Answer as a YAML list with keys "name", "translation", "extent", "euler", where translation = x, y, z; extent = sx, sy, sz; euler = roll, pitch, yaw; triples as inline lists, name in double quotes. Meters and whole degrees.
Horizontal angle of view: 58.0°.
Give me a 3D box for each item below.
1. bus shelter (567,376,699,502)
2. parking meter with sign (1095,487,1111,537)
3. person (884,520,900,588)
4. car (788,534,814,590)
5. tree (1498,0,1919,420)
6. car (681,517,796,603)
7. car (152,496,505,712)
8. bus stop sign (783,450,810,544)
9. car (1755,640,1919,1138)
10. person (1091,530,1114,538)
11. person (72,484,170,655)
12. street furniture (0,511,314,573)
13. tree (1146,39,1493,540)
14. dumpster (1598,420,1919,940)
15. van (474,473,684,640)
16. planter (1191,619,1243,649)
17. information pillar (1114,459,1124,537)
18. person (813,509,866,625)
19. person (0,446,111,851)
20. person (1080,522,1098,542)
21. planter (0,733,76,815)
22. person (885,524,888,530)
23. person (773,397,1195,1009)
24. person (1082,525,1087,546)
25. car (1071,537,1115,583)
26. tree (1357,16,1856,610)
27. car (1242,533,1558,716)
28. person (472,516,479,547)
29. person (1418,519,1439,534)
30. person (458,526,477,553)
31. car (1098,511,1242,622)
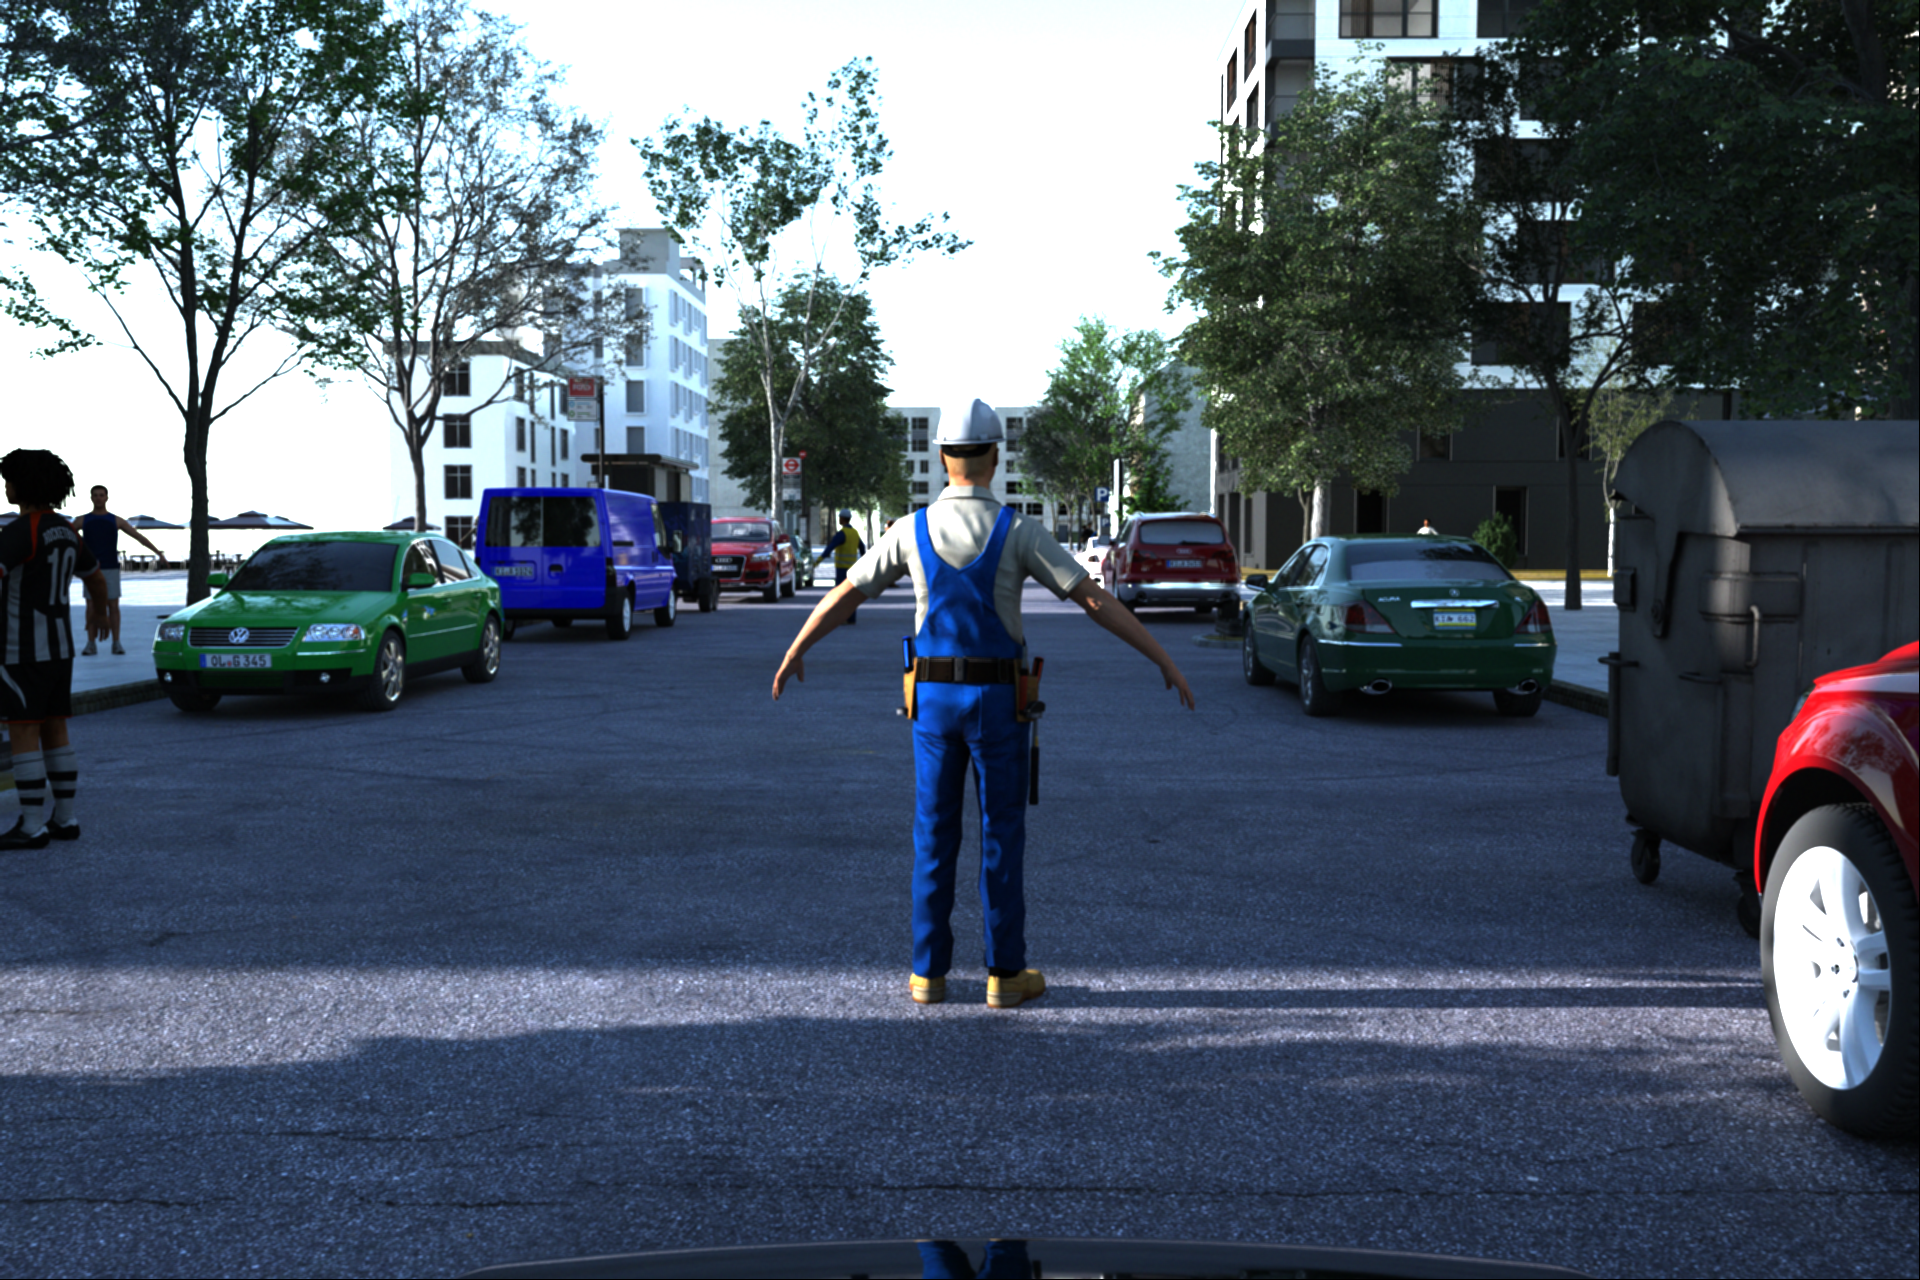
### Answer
- name: "bus shelter"
  translation: [-8.830, -4.222, 46.665]
  extent: [2.179, 5.291, 8.768]
  euler: [0, 4, 1]
- name: "parking meter with sign"
  translation: [5.267, -4.108, 63.434]
  extent: [0.543, 3.016, 1.738]
  euler: [0, 4, 0]
- name: "person"
  translation: [-1.841, -2.310, 46.498]
  extent: [0.705, 1.796, 1.348]
  euler: [-2, 4, -31]
- name: "car"
  translation: [-4.948, -2.102, 46.173]
  extent: [2.131, 1.459, 4.920]
  euler: [0, 4, 1]
- name: "tree"
  translation: [10.191, -6.813, 18.041]
  extent: [9.857, 13.997, 8.962]
  euler: [0, 3, 0]
- name: "car"
  translation: [-4.791, -1.789, 37.917]
  extent: [2.281, 1.827, 5.304]
  euler: [0, 4, 1]
- name: "car"
  translation: [-5.432, -0.404, 15.400]
  extent: [1.959, 1.807, 4.718]
  euler: [0, 4, 1]
- name: "bus stop sign"
  translation: [-5.227, -4.073, 55.298]
  extent: [0.855, 3.939, 0.416]
  euler: [0, 4, 0]
- name: "car"
  translation: [3.071, 0.377, 2.508]
  extent: [2.281, 1.827, 5.304]
  euler: [0, 4, 1]
- name: "person"
  translation: [5.622, -3.778, 68.232]
  extent: [1.216, 1.772, 0.721]
  euler: [1, 4, 19]
- name: "person"
  translation: [-9.152, -0.752, 18.458]
  extent: [1.345, 1.807, 0.704]
  euler: [-1, 4, -23]
- name: "street furniture"
  translation: [-31.060, -3.301, 59.002]
  extent: [14.083, 1.986, 27.439]
  euler: [1, 4, 11]
- name: "tree"
  translation: [9.731, -8.560, 46.611]
  extent: [9.857, 13.997, 8.962]
  euler: [0, 3, 0]
- name: "dumpster"
  translation: [3.528, 0.100, 6.581]
  extent: [1.865, 1.857, 1.264]
  euler: [0, 3, 0]
- name: "van"
  translation: [-5.400, -1.266, 25.082]
  extent: [2.240, 2.365, 5.245]
  euler: [0, 4, 1]
- name: "planter"
  translation: [4.037, -0.082, 22.480]
  extent: [1.991, 0.319, 1.994]
  euler: [0, 4, 0]
- name: "information pillar"
  translation: [5.036, -3.892, 54.942]
  extent: [0.184, 3.620, 1.656]
  euler: [0, 4, 1]
- name: "person"
  translation: [-1.834, -1.160, 27.392]
  extent: [0.705, 1.833, 1.349]
  euler: [2, 4, 32]
- name: "person"
  translation: [-4.277, 0.039, 7.971]
  extent: [0.704, 1.843, 1.345]
  euler: [0, 4, 7]
- name: "person"
  translation: [5.964, -4.499, 79.496]
  extent: [1.347, 1.837, 0.705]
  euler: [-3, 5, -41]
- name: "planter"
  translation: [-5.884, 0.737, 9.090]
  extent: [1.991, 0.319, 1.994]
  euler: [0, 4, 0]
- name: "person"
  translation: [-2.261, -2.695, 52.978]
  extent: [0.721, 1.772, 1.216]
  euler: [1, 4, 21]
- name: "person"
  translation: [0.037, 0.182, 5.330]
  extent: [1.347, 1.847, 0.705]
  euler: [1, 4, 14]
- name: "person"
  translation: [6.380, -4.941, 87.502]
  extent: [0.721, 1.740, 1.216]
  euler: [-1, 4, -9]
- name: "car"
  translation: [4.022, -2.058, 46.009]
  extent: [2.083, 1.381, 4.827]
  euler: [0, 4, 0]
- name: "tree"
  translation: [10.600, -5.802, 29.280]
  extent: [8.767, 10.594, 7.601]
  euler: [2, 4, 35]
- name: "car"
  translation: [3.639, -0.198, 15.043]
  extent: [2.131, 1.459, 4.920]
  euler: [0, 4, 0]
- name: "person"
  translation: [-15.009, -2.949, 54.002]
  extent: [0.705, 1.856, 1.354]
  euler: [-1, 4, -10]
- name: "person"
  translation: [16.043, -3.264, 59.550]
  extent: [1.347, 1.806, 0.705]
  euler: [3, 4, 36]
- name: "person"
  translation: [-15.933, -3.139, 57.454]
  extent: [1.348, 1.813, 0.705]
  euler: [-2, 4, -27]
- name: "car"
  translation: [3.567, -1.297, 29.885]
  extent: [2.281, 1.827, 5.304]
  euler: [0, 4, 1]
